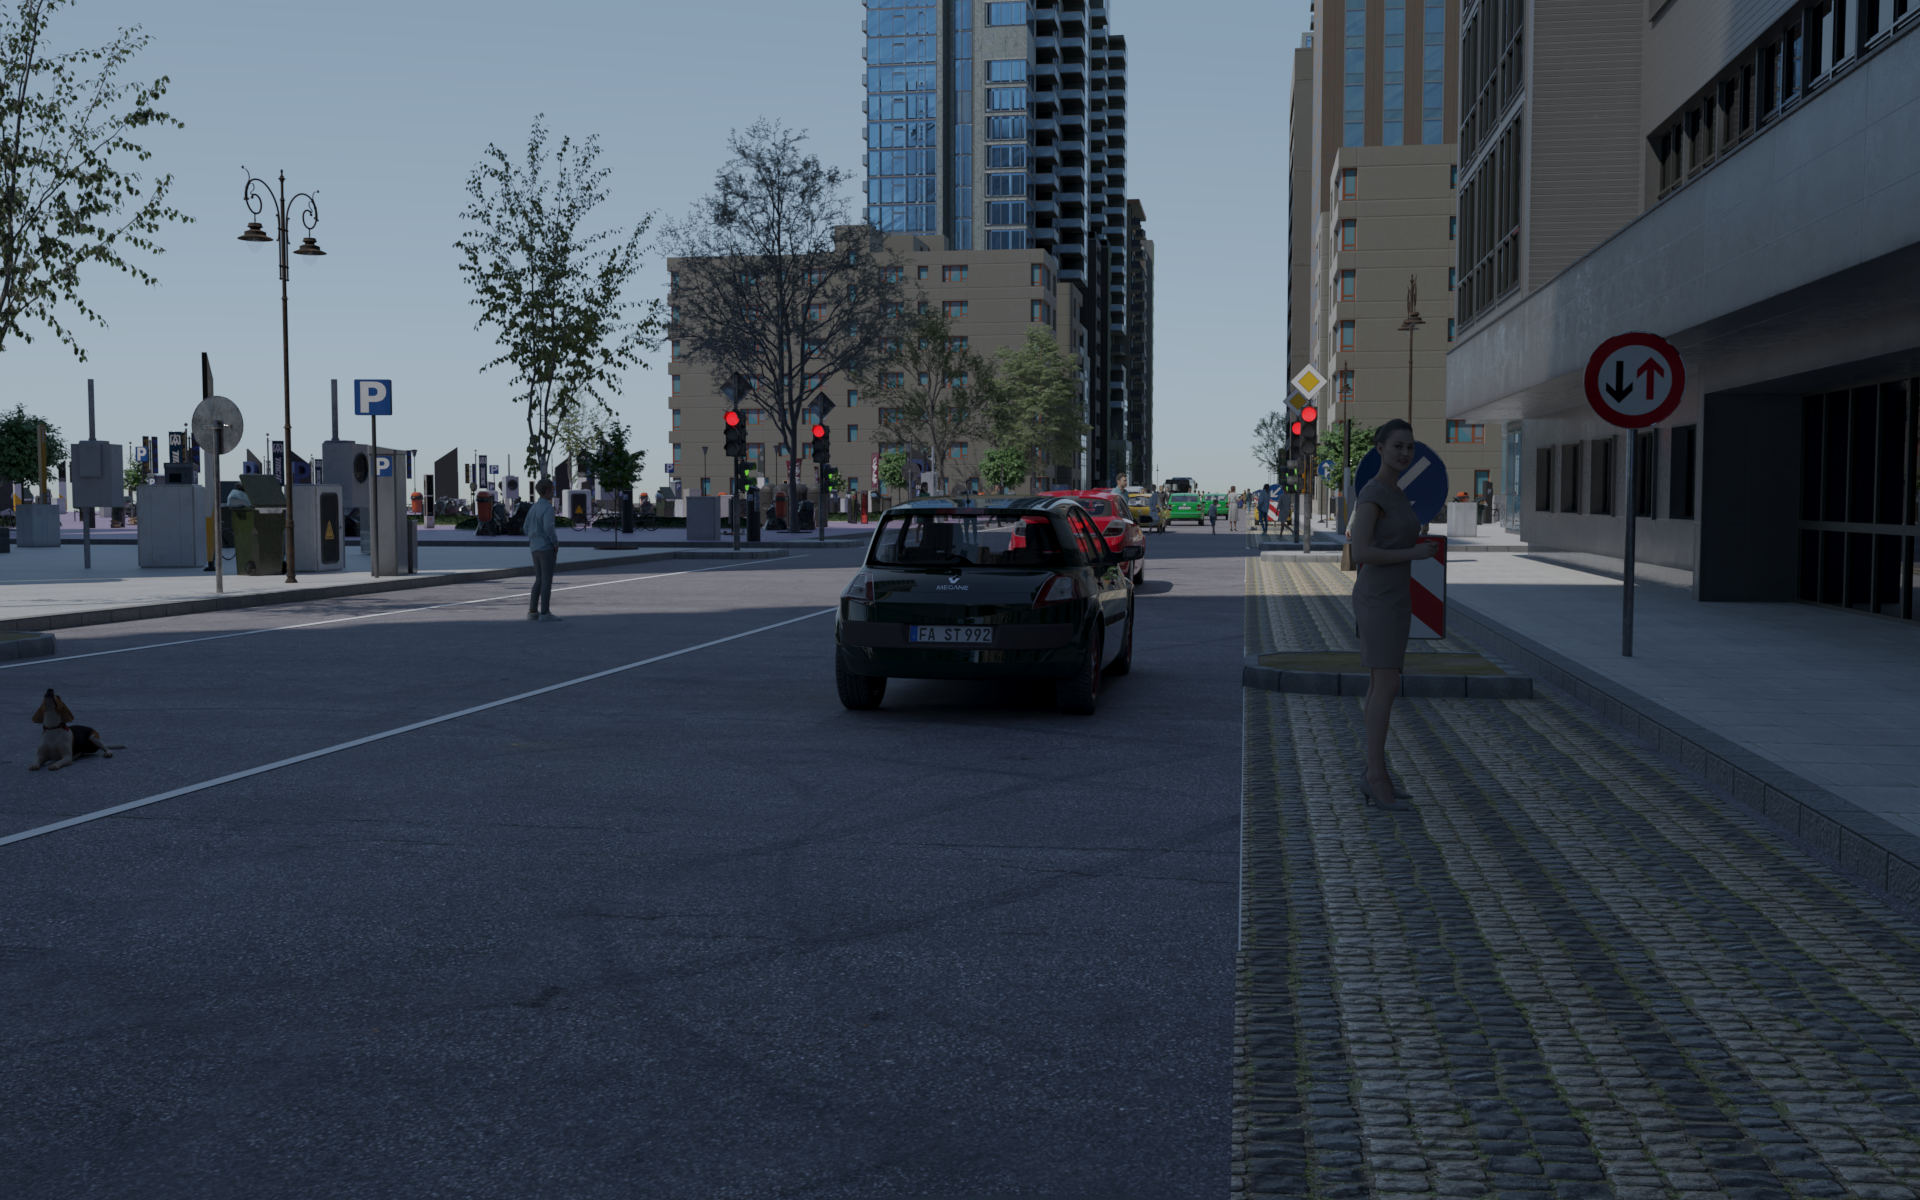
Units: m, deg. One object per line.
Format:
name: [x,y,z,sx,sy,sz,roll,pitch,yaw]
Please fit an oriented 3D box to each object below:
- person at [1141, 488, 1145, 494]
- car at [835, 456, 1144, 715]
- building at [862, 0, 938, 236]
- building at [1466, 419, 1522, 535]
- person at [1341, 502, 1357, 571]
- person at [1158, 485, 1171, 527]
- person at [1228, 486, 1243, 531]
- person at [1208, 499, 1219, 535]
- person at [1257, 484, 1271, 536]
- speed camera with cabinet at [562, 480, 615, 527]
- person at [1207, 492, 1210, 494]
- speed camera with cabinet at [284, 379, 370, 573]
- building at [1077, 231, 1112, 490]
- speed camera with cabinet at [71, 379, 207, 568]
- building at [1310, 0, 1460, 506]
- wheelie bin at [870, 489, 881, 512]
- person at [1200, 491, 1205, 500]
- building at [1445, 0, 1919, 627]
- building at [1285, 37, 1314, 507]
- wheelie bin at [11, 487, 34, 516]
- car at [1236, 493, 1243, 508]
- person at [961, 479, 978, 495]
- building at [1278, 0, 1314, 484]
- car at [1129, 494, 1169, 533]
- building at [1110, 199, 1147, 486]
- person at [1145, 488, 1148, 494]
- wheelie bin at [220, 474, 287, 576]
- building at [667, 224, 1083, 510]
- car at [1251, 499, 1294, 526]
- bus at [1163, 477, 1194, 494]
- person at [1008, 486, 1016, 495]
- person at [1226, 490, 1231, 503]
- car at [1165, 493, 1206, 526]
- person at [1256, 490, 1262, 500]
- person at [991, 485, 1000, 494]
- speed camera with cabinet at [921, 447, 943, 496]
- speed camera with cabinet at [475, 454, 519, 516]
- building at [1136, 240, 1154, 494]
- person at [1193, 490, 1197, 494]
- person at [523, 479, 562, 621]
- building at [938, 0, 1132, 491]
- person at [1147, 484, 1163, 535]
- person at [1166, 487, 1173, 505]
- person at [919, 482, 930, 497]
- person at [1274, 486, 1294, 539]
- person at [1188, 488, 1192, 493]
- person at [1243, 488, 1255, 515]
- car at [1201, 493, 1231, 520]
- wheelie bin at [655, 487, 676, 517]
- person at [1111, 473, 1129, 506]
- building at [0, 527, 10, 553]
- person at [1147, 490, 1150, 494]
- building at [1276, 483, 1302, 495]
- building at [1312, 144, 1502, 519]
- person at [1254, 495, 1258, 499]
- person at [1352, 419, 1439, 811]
person: [8.913,-4.619,84.766,0.760,1.731,0.466,-1,4,-9]
car: [0.307,-0.182,12.760,2.009,1.686,4.222,1,4,10]
building: [2.061,-52.202,166.178,22.319,86.520,31.000,1,4,9]
building: [31.638,-26.508,53.014,30.456,49.044,23.786,1,4,9]
person: [5.695,-0.930,24.192,0.515,1.767,0.782,-3,4,-36]
person: [8.467,-4.006,74.218,0.699,1.804,1.509,-1,4,-18]
person: [10.609,-3.530,66.791,0.480,1.755,0.524,3,5,41]
person: [8.905,-2.919,60.916,0.352,1.250,0.332,-1,4,-11]
person: [10.396,-3.082,59.152,0.793,1.790,0.793,1,4,12]
speed camera with cabinet: [-14.647,-4.532,68.435,2.038,3.252,0.660,-2,4,-35]
person: [22.991,-9.149,159.554,0.593,1.643,0.415,-2,4,-35]
speed camera with cabinet: [-10.645,-2.131,29.175,0.660,3.252,2.038,0,4,6]
building: [8.972,-25.557,189.565,14.160,30.474,14.107,1,4,9]
speed camera with cabinet: [-14.261,-2.186,30.085,2.038,3.252,0.660,0,4,-5]
building: [35.415,-29.879,138.637,14.600,45.320,14.200,1,4,9]
wheelie bin: [-5.111,-5.942,105.052,0.693,1.594,0.980,0,4,-4]
person: [21.879,-9.004,156.423,0.721,1.736,1.217,-1,4,-14]
building: [14.575,-12.263,19.575,14.314,24.678,30.058,1,4,9]
building: [45.113,-34.022,179.955,21.300,48.544,21.600,1,4,9]
wheelie bin: [-43.192,-4.394,79.757,0.693,1.594,0.980,2,4,30]
car: [27.728,-10.042,173.774,1.945,1.707,3.694,1,4,10]
person: [0.306,-2.403,47.566,0.659,1.850,0.755,-1,4,-9]
building: [54.877,-56.332,233.702,22.319,86.520,31.000,1,4,9]
car: [6.853,-3.364,65.223,2.015,1.641,3.980,1,4,9]
building: [15.469,-36.498,251.364,22.147,44.769,28.867,1,4,9]
person: [12.151,-6.380,112.922,0.767,1.812,0.694,-1,4,-15]
wheelie bin: [-11.099,-1.189,27.341,0.693,1.594,0.980,2,4,32]
building: [-5.373,-17.959,138.671,27.650,21.520,28.899,1,4,9]
car: [14.403,-4.245,79.628,2.015,1.641,3.980,1,4,10]
bus: [23.248,-11.523,183.268,2.948,3.499,13.247,1,4,10]
person: [2.578,-4.678,85.106,0.853,1.813,0.709,-3,4,-38]
person: [20.643,-7.566,132.751,0.990,1.755,0.434,1,4,15]
car: [10.283,-4.312,79.305,1.959,1.807,4.718,0,4,8]
person: [23.904,-7.853,137.680,0.721,1.735,1.217,-1,4,-21]
person: [1.501,-4.043,74.517,0.836,1.842,0.656,0,4,8]
speed camera with cabinet: [-1.177,-4.810,72.975,0.660,3.252,2.038,1,4,11]
speed camera with cabinet: [-22.793,-5.562,85.273,2.038,3.252,0.660,-2,4,-35]
building: [22.967,-35.986,271.962,14.154,41.232,14.086,1,4,9]
person: [20.880,-8.876,153.629,0.705,1.823,1.348,0,4,-6]
person: [-4.693,-0.566,19.569,0.330,1.601,0.589,-2,4,-34]
building: [11.230,-55.525,220.505,22.319,86.520,31.000,1,4,9]
person: [6.748,-3.127,59.972,0.624,1.780,0.694,0,4,7]
person: [12.094,-5.635,100.405,0.659,1.850,0.755,2,4,26]
person: [-1.062,-2.593,51.139,0.529,1.795,0.600,1,4,12]
person: [10.209,-2.752,54.250,0.760,1.731,0.466,2,4,27]
person: [14.105,-5.934,105.795,0.520,1.790,0.573,3,4,39]
person: [19.801,-6.756,118.952,0.794,1.824,0.713,-1,4,-16]
car: [14.183,-5.359,96.410,1.959,1.807,4.718,0,4,8]
wheelie bin: [-12.679,-4.064,74.350,0.693,1.594,0.980,3,4,37]
person: [2.965,-1.476,32.652,0.620,1.820,0.660,2,4,34]
building: [-33.944,-29.811,29.408,28.212,58.520,21.231,1,4,9]
person: [16.455,-8.712,150.958,0.705,1.821,1.348,-1,4,-17]
building: [64.330,-34.838,261.485,32.217,40.220,23.993,1,4,9]
building: [34.841,-15.511,98.641,27.650,21.520,28.899,1,4,9]
person: [27.857,-9.320,161.664,1.217,1.735,0.721,3,4,37]
person: [2.011,0.049,8.046,0.374,1.781,0.599,2,4,32]
